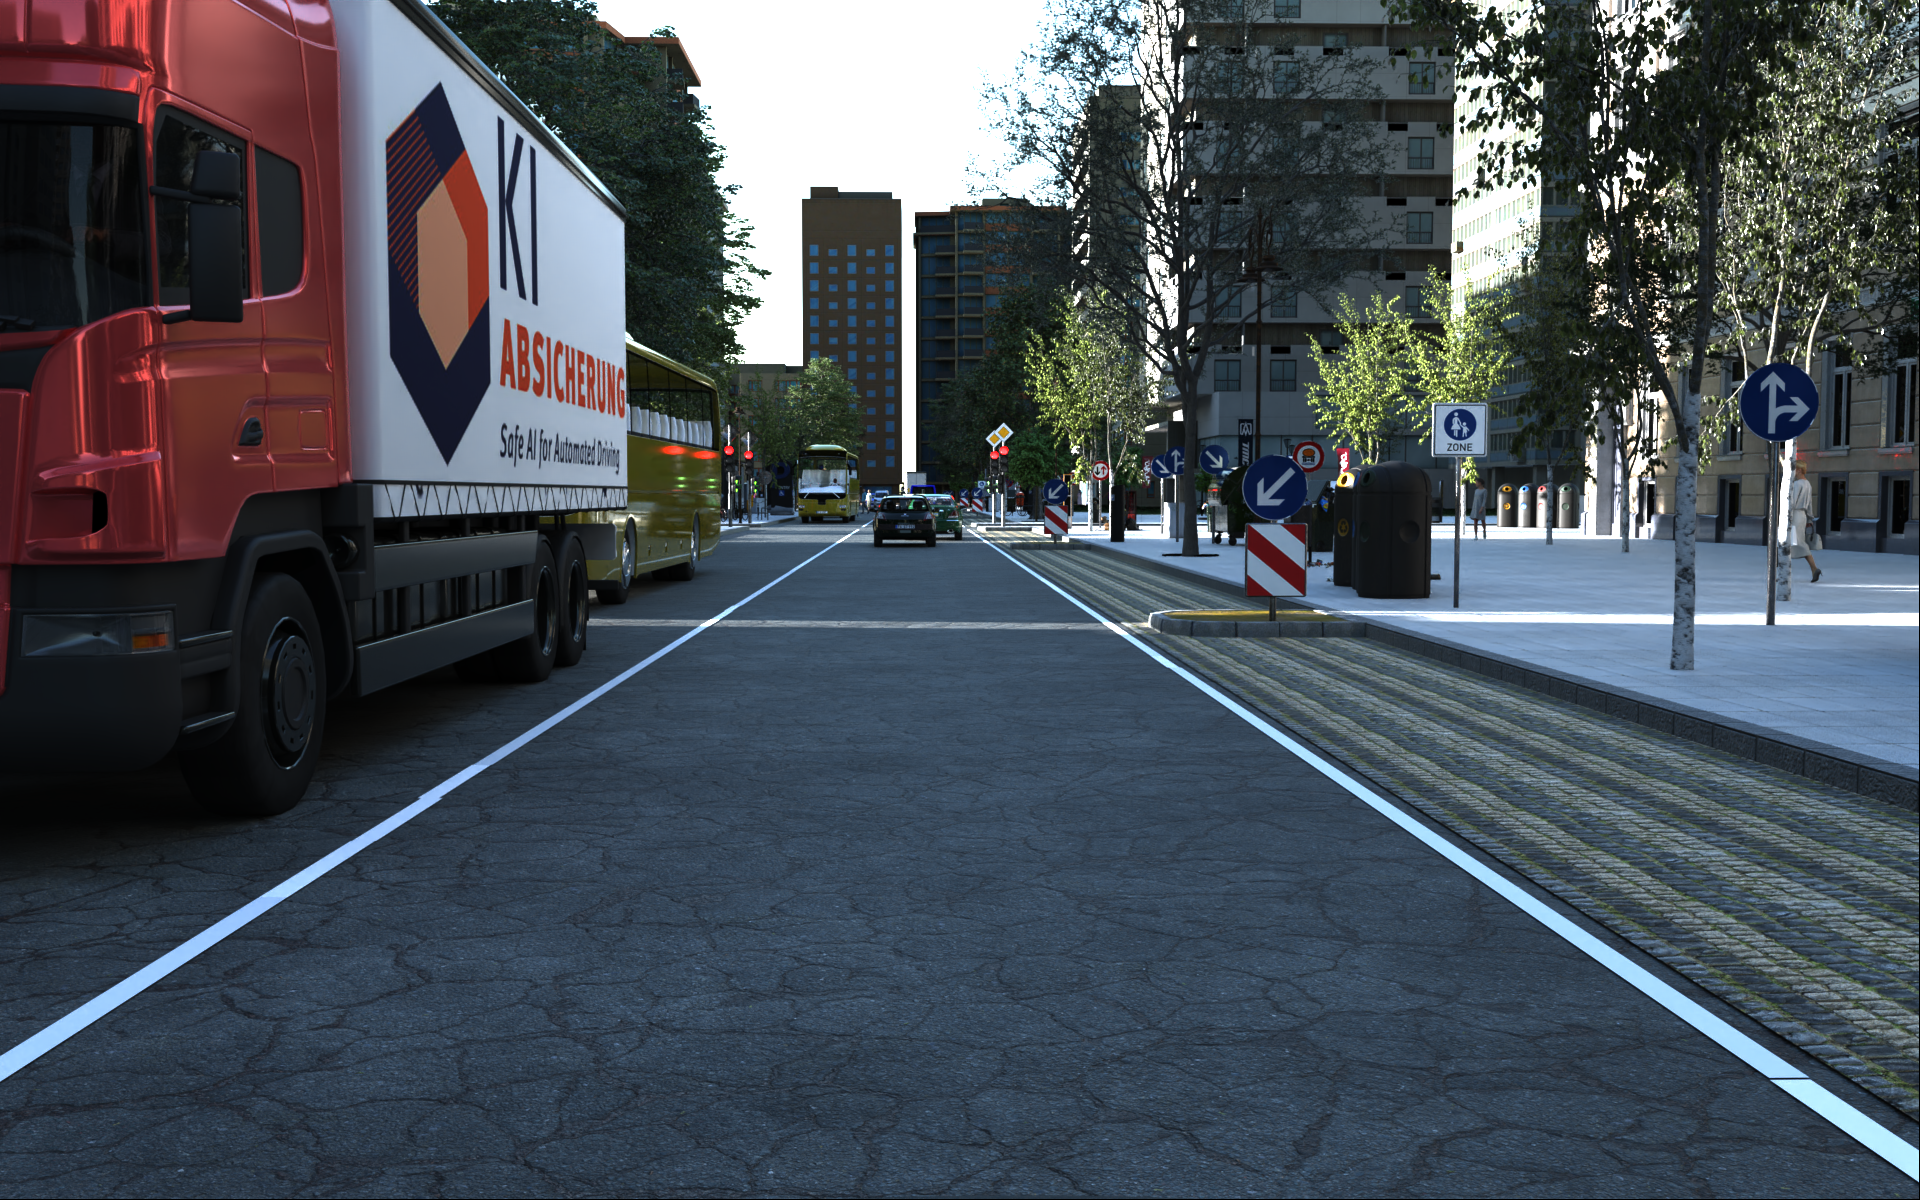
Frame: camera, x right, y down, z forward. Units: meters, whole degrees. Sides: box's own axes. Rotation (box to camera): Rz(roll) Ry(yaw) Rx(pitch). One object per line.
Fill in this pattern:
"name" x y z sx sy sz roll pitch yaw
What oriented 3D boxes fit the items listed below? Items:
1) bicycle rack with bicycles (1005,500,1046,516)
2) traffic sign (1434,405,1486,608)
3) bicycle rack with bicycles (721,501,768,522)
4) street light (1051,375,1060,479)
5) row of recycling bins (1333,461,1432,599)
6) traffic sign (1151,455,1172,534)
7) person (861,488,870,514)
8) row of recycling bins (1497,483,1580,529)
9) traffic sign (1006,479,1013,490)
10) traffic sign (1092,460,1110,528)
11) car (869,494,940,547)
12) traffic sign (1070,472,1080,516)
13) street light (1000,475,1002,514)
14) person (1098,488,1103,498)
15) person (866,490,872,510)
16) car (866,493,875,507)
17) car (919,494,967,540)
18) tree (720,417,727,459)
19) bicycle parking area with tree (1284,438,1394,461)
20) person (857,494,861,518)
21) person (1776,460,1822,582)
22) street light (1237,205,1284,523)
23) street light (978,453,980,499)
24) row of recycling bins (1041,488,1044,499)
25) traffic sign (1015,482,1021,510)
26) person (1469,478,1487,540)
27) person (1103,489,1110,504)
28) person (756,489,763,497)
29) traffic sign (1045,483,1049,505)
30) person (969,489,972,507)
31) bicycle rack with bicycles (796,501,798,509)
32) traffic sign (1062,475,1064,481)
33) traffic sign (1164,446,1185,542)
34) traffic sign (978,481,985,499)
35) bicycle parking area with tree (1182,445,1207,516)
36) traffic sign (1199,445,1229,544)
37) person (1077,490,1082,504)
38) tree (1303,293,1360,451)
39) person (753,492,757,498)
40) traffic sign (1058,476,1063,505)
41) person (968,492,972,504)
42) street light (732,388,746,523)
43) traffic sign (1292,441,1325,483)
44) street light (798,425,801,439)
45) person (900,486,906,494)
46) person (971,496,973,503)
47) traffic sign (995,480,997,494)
"bicycle rack with bicycles" 4.331 -5.361 101.032 2.925 0.926 2.852 3 5 41
"traffic sign" 5.602 -1.062 19.492 0.606 2.300 0.079 0 4 1
"bicycle rack with bicycles" -10.573 -4.385 85.077 2.852 0.926 2.925 -1 4 -15
"street light" 3.761 -5.802 67.647 0.468 5.910 1.993 0 4 -1
"row of recycling bins" 5.580 -0.962 22.846 1.069 1.692 3.534 0 4 6
"traffic sign" 6.540 -3.417 55.970 0.768 2.556 0.104 0 4 -1
"person" -6.787 -7.056 123.734 0.748 1.841 0.638 -1 4 -12
"row of recycling bins" 21.954 -3.588 65.784 1.069 1.692 3.534 -2 4 -35
"traffic sign" 3.608 -7.952 130.118 0.768 2.556 0.104 0 4 1
"traffic sign" 5.332 -4.016 65.765 0.768 2.556 0.104 0 4 6
"car" -1.554 -2.362 48.406 2.009 1.686 4.222 0 4 -2
"traffic sign" 6.512 -6.101 99.863 0.768 2.556 0.104 0 4 2
"street light" 2.641 -8.390 109.965 0.468 5.910 1.993 0 4 -1
"person" 12.871 -9.365 158.796 0.705 1.869 1.348 1 4 19
"person" -7.563 -8.345 145.160 0.641 1.798 0.478 -2 4 -31
"car" -9.476 -11.073 190.630 1.945 1.707 3.694 0 4 0
"car" -0.834 -2.663 55.335 2.131 1.459 4.920 0 4 0
"tree" -19.839 -11.274 134.689 4.360 8.622 3.978 0 3 0
"bicycle parking area with tree" 19.484 -6.262 89.391 8.231 4.147 9.016 1 4 18
"person" -6.212 -5.771 103.445 0.643 1.750 0.593 0 4 -2
"person" 12.167 -1.146 25.127 0.694 1.780 0.624 -2 4 -27
"street light" 4.840 -3.382 28.089 0.468 5.910 1.993 0 4 -1
"street light" 1.681 -10.810 149.526 0.468 5.910 1.993 0 4 -1
"row of recycling bins" 6.207 -7.149 124.004 1.069 1.692 3.534 -1 4 -10
"traffic sign" 4.546 -8.561 139.982 0.884 2.594 0.081 0 4 5
"person" 14.511 -2.543 48.374 0.466 1.731 0.760 2 4 29
"person" 13.428 -9.080 155.181 1.217 1.739 0.721 0 4 -3
"person" -19.617 -10.024 170.649 1.217 1.743 0.721 2 4 33
"traffic sign" 5.301 -6.370 104.147 0.884 2.594 0.081 0 4 4
"person" 1.115 -10.018 170.540 0.721 1.736 1.217 1 4 21
"bicycle rack with bicycles" -11.984 -7.579 137.296 2.925 0.926 2.852 -2 4 -25
"traffic sign" 6.833 -6.948 113.712 0.768 2.556 0.104 0 4 1
"traffic sign" 5.803 -2.817 46.160 0.768 2.556 0.104 0 4 -1
"traffic sign" 1.686 -8.083 134.287 0.606 2.300 0.079 0 4 0
"bicycle parking area with tree" 16.755 -6.982 101.160 8.231 4.147 9.016 1 4 13
"traffic sign" 6.565 -2.733 44.794 0.768 2.556 0.104 0 4 3
"person" 12.041 -10.247 174.256 0.621 1.740 0.551 3 4 38
"tree" 14.452 -6.807 61.660 4.737 8.622 4.395 0 3 0
"person" -26.001 -13.010 219.436 0.721 1.739 1.217 -1 4 -18
"traffic sign" 5.874 -6.331 103.519 0.884 2.594 0.081 0 4 2
"person" 1.431 -13.514 227.020 1.348 1.821 0.705 1 4 17
"street light" -9.644 -6.305 75.880 0.468 5.910 1.993 0 4 -1
"traffic sign" 8.318 -2.527 41.417 0.768 2.556 0.104 0 4 2
"street light" -10.717 -8.759 115.990 0.468 5.910 1.993 0 4 -1
"person" -3.552 -5.963 105.359 0.474 1.900 0.648 -3 5 -40
"person" 1.316 -10.281 174.865 0.721 1.736 1.217 3 5 42
"traffic sign" 2.544 -7.518 123.026 0.768 2.556 0.104 0 4 -1
